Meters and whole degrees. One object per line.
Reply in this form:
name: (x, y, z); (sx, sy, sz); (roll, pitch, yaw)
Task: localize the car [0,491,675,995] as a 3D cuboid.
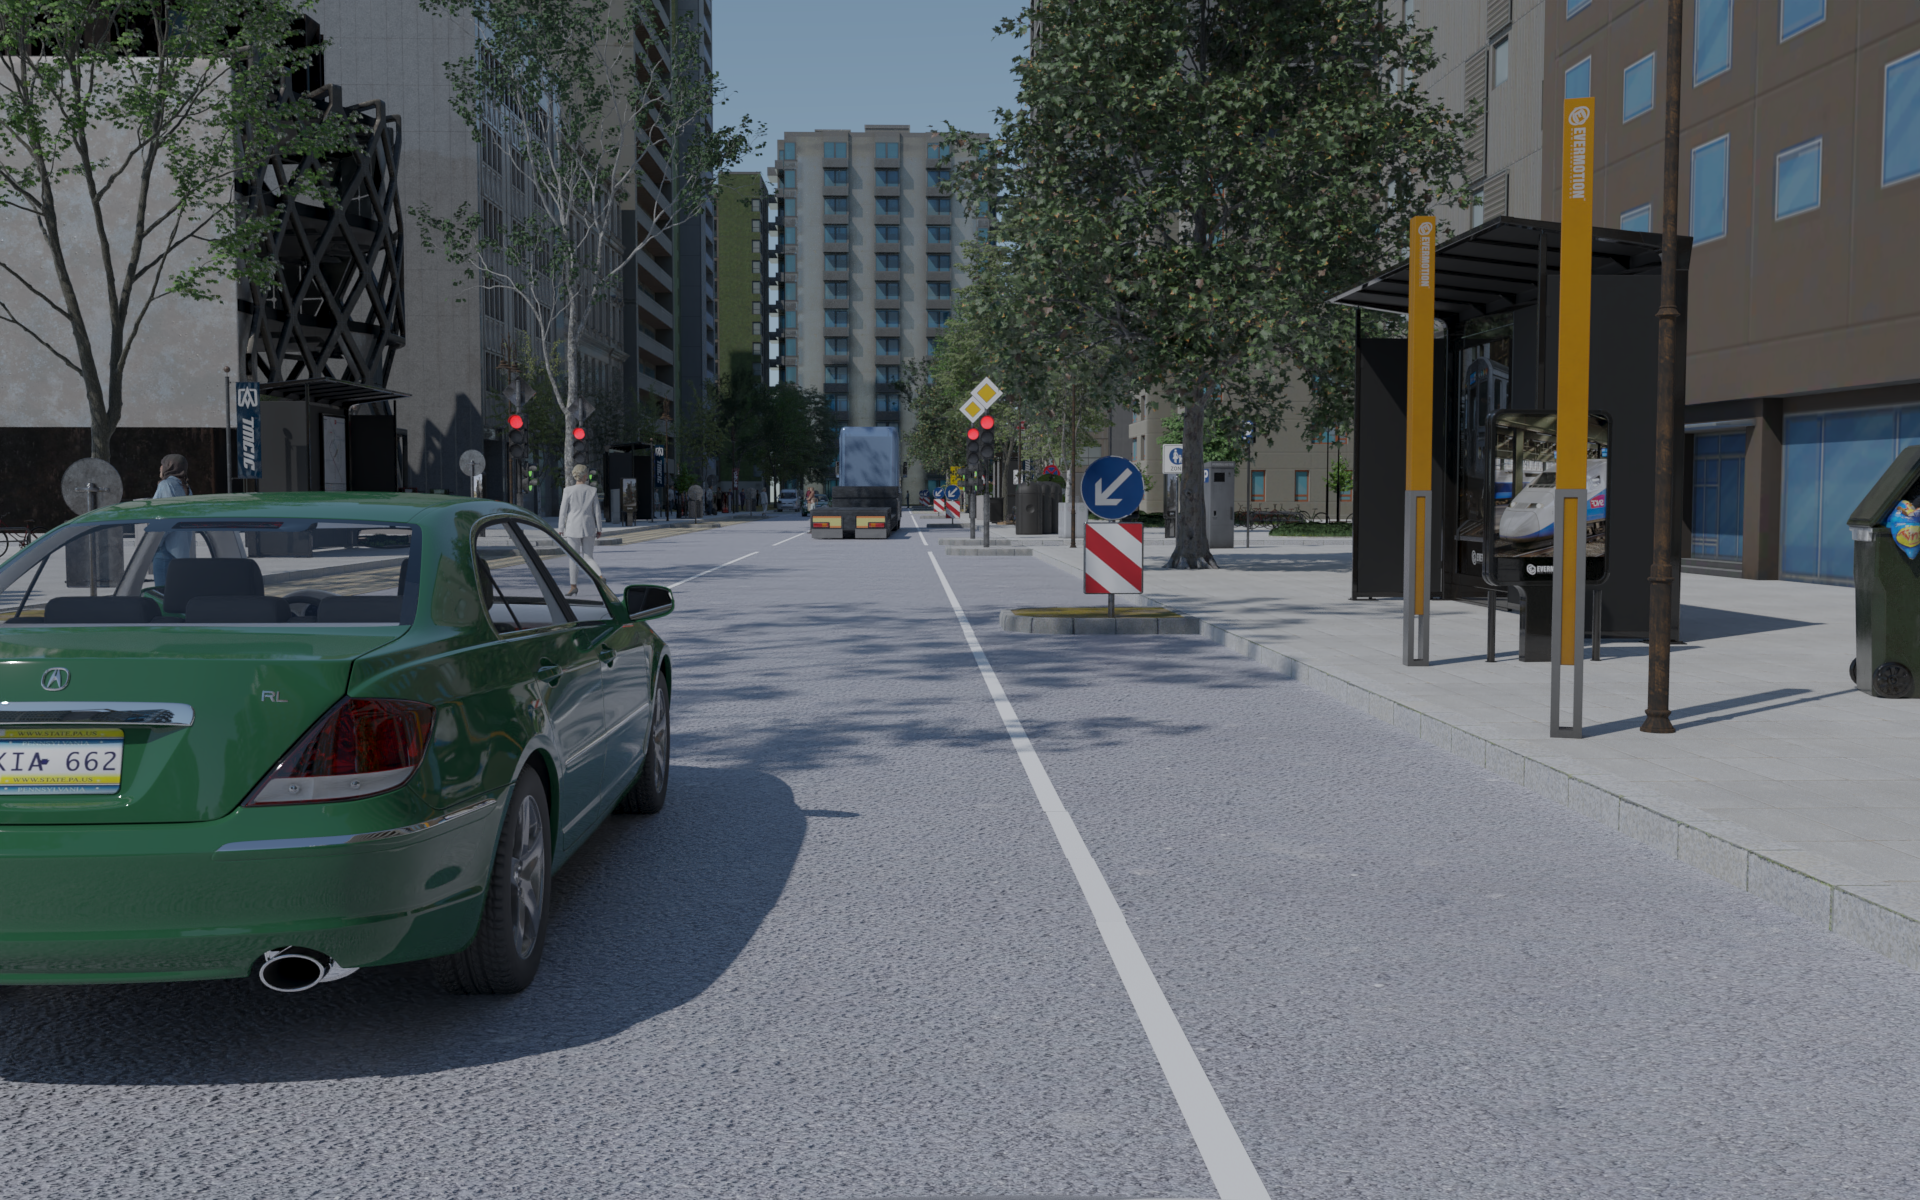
car: (-2.193, 0.333, 6.358); (2.131, 1.459, 4.920); (0, 4, -2)

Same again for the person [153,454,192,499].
person: (-7.068, -0.417, 15.580); (0.793, 1.790, 0.793); (-3, 5, -41)

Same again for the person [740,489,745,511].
person: (-16.799, -7.758, 133.808); (0.541, 1.710, 0.530); (-3, 5, -42)

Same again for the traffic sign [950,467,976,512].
traffic sign: (0.410, -7.902, 123.065); (2.265, 3.308, 0.079); (0, 4, 7)

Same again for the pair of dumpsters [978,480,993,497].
pair of dumpsters: (1.519, -6.292, 105.374); (1.574, 2.255, 4.437); (0, 4, -2)

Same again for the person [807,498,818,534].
person: (-5.342, -3.050, 62.650); (0.394, 1.301, 0.425); (0, 4, 1)

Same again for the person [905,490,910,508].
person: (-5.263, -10.118, 174.013); (0.705, 1.814, 1.350); (1, 4, 10)

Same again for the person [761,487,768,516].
person: (-11.906, -5.915, 105.083); (0.514, 1.842, 0.818); (1, 4, 21)

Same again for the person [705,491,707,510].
person: (-20.555, -8.133, 138.986); (1.348, 1.831, 0.705); (1, 4, 16)

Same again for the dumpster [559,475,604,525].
dumpster: (-15.191, -4.097, 69.478); (1.502, 2.255, 1.985); (0, 4, -2)

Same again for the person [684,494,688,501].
person: (-17.782, -6.464, 112.002); (0.793, 1.790, 0.793); (2, 4, 27)

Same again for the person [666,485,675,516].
person: (-17.227, -5.927, 102.799); (0.795, 1.843, 0.661); (2, 4, 27)

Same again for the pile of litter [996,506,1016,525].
pile of litter: (2.313, -3.569, 72.324); (1.719, 0.858, 1.176); (3, 5, 43)

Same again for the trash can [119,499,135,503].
trash can: (-24.240, -2.373, 50.451); (0.748, 1.137, 0.748); (0, 3, 0)

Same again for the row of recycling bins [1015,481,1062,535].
row of recycling bins: (2.601, -2.980, 55.830); (1.069, 1.692, 3.534); (1, 4, 17)

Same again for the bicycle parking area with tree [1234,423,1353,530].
bicycle parking area with tree: (13.966, -4.718, 64.143); (9.016, 4.147, 8.231); (1, 4, 21)

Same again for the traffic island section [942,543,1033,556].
traffic island section: (0.658, -1.182, 41.615); (2.009, 0.180, 2.903); (0, 4, -2)

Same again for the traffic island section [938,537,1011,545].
traffic island section: (0.387, -1.671, 49.595); (2.009, 0.180, 2.903); (0, 4, -2)

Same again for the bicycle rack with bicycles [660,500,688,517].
bicycle rack with bicycles: (-15.624, -5.078, 96.400); (2.852, 0.926, 2.925); (-1, 4, -10)

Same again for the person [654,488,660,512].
person: (-21.458, -7.056, 122.415); (0.522, 1.701, 0.512); (2, 4, 27)

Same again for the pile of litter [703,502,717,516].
pile of litter: (-15.247, -5.489, 103.712); (1.719, 0.858, 1.176); (-3, 4, -38)

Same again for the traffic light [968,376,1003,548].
traffic light: (0.617, -3.216, 41.499); (0.839, 4.253, 0.868); (0, 4, -2)

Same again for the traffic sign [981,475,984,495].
traffic sign: (1.254, -6.207, 101.494); (0.884, 2.594, 0.081); (0, 4, 4)

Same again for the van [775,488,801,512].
van: (-13.668, -8.020, 138.135); (2.013, 2.044, 4.112); (0, 4, -2)

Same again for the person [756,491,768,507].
person: (-19.988, -10.299, 175.159); (1.217, 1.736, 0.721); (0, 4, 8)

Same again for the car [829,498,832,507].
car: (-11.185, -9.315, 161.101); (1.959, 1.807, 4.718); (0, 4, -3)

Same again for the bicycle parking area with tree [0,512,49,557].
bicycle parking area with tree: (-23.022, -2.798, 32.743); (8.231, 4.147, 9.016); (2, 4, 31)

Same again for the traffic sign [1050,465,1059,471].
traffic sign: (3.948, -4.568, 74.790); (0.768, 2.556, 0.104); (0, 4, 2)

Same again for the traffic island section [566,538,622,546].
traffic island section: (-10.748, -1.648, 49.224); (2.009, 0.180, 2.903); (0, 4, -2)

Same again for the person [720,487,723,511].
person: (-18.656, -7.862, 134.610); (1.348, 1.821, 0.705); (-1, 4, -10)

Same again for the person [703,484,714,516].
person: (-14.641, -5.804, 100.785); (0.795, 1.843, 0.661); (1, 4, 13)

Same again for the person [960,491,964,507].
person: (0.307, -10.269, 174.864); (0.530, 1.710, 0.541); (-1, 4, -10)

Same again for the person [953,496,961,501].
person: (-0.471, -8.482, 144.741); (1.348, 1.823, 0.705); (2, 4, 24)

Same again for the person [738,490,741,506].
person: (-24.063, -11.071, 187.721); (0.621, 1.740, 0.551); (2, 4, 25)

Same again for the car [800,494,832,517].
car: (-9.236, -6.103, 111.581); (2.131, 1.459, 4.920); (0, 4, -3)

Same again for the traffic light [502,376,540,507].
traffic light: (-10.437, -3.192, 41.110); (0.839, 4.253, 0.868); (0, 4, -2)

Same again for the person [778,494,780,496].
person: (-19.372, -11.229, 189.664); (1.348, 1.821, 0.705); (-1, 4, -19)

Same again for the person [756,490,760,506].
person: (-21.507, -10.875, 184.572); (0.721, 1.735, 1.217); (-2, 4, -26)

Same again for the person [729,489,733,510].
person: (-18.006, -7.864, 135.542); (0.541, 1.710, 0.530); (-1, 4, -11)

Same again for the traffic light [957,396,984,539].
traffic light: (0.347, -3.704, 49.480); (0.839, 4.253, 0.868); (0, 4, -2)

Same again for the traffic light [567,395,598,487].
traffic light: (-10.708, -3.680, 49.090); (0.839, 4.253, 0.868); (0, 4, -2)

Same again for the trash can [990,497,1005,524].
trash can: (1.591, -3.891, 75.268); (0.748, 1.137, 0.748); (0, 3, 0)

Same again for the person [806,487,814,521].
person: (-7.983, -5.143, 92.559); (0.580, 1.828, 0.573); (2, 4, 29)

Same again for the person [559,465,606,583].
person: (-5.237, -0.961, 24.088); (0.818, 1.842, 0.514); (3, 5, 43)

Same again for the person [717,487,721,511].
person: (-17.803, -7.432, 127.558); (0.705, 1.823, 1.348); (-3, 5, -43)

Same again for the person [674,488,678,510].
person: (-22.680, -8.074, 138.040); (0.705, 1.826, 1.348); (0, 4, -6)

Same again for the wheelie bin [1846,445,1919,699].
wheelie bin: (6.098, -0.193, 11.070); (0.693, 1.594, 0.980); (1, 4, 15)
